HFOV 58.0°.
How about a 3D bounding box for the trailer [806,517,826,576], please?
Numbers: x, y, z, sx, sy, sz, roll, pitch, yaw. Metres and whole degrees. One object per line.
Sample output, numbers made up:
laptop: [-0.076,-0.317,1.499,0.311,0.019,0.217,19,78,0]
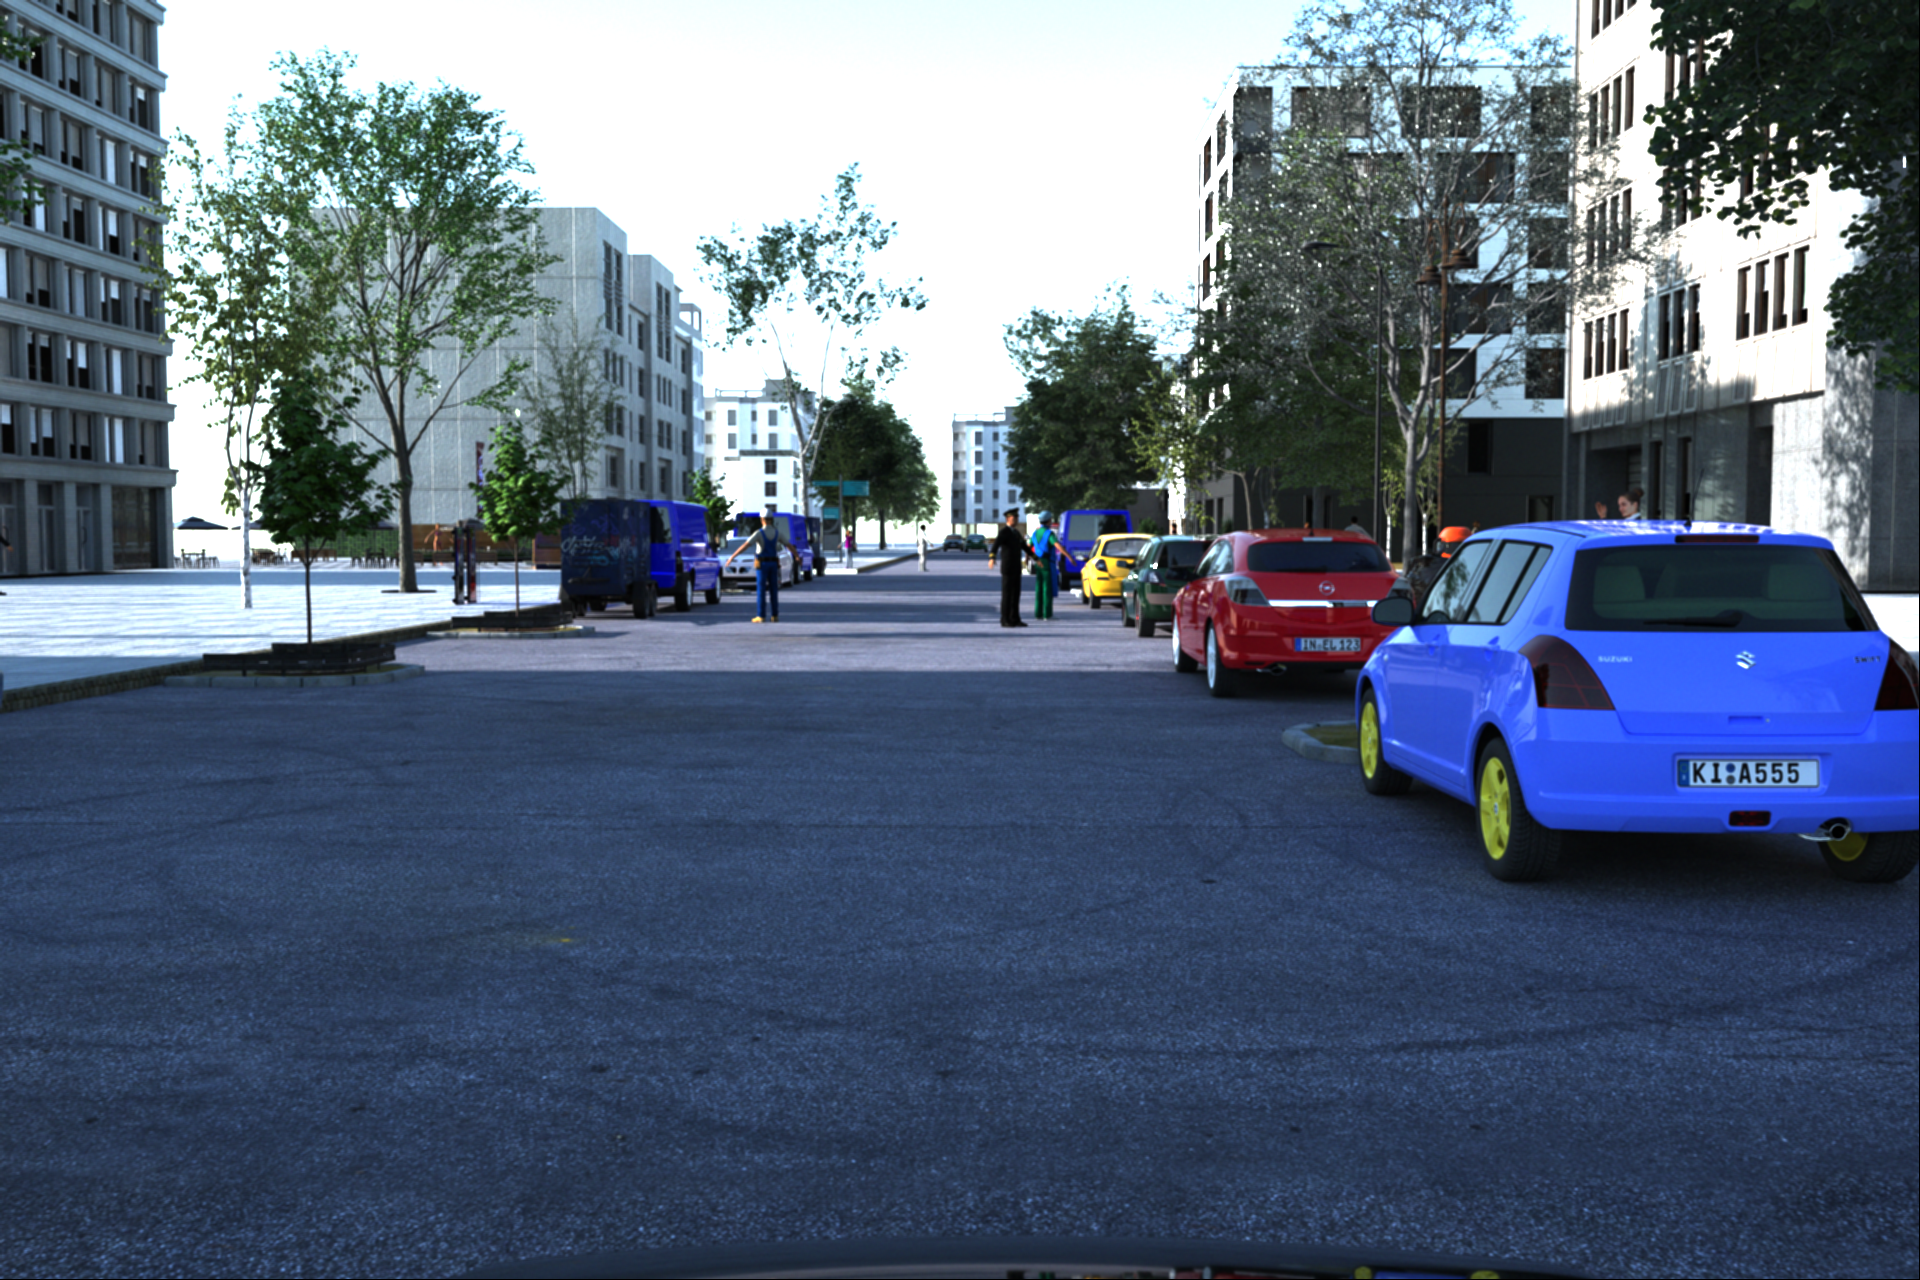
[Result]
trailer: [-5.376,-3.139,58.374,1.471,1.999,3.904,0,4,1]

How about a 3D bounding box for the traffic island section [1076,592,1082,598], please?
traffic island section: [3.663,-1.014,39.437,1.991,0.108,1.994,0,4,1]

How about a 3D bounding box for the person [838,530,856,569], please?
person: [-4.154,-3.350,64.035,0.599,1.433,0.991,3,4,37]

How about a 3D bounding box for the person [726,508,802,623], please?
person: [-3.146,-1.213,28.151,1.347,1.847,0.705,-2,4,-31]

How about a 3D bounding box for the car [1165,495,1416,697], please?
car: [3.109,-0.468,16.689,2.155,1.783,4.494,0,4,1]

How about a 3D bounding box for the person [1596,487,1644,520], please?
person: [6.268,-0.598,16.616,0.445,1.727,0.742,-2,4,-25]

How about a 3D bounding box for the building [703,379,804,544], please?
building: [-25.373,-21.741,211.882,16.016,20.090,11.380,0,4,1]

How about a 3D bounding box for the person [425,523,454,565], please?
person: [-21.568,-3.970,71.712,1.217,1.733,0.721,-3,5,-39]

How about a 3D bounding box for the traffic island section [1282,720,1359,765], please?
traffic island section: [3.206,0.693,11.538,1.991,0.108,1.994,0,4,0]

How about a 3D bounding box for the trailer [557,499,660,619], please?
trailer: [-6.017,-1.339,28.948,1.471,1.999,3.904,0,4,1]

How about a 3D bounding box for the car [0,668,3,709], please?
car: [-6.459,0.232,8.207,2.014,1.417,4.499,0,4,1]

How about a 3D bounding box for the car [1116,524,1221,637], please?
car: [3.336,-0.958,25.448,2.009,1.686,4.222,0,4,1]

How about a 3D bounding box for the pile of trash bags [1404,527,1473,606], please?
pile of trash bags: [6.254,-0.669,20.697,1.912,1.369,3.447,0,4,1]

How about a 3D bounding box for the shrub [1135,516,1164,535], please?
shrub: [8.424,-4.511,77.802,1.661,2.075,1.752,0,3,0]

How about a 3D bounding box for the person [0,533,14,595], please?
person: [-20.217,-1.846,36.226,0.704,1.823,1.345,0,4,-5]

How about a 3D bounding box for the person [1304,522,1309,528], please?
person: [14.868,-4.158,74.210,0.704,1.802,1.346,3,5,41]

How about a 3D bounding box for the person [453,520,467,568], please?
person: [-18.896,-3.635,65.553,0.705,1.813,1.348,-3,5,-39]

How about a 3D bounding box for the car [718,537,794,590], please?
car: [-5.490,-2.034,45.610,2.083,1.381,4.827,0,4,1]

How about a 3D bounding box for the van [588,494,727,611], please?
van: [-5.897,-1.795,33.733,2.240,2.365,5.245,0,4,1]

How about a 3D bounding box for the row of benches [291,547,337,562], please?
row of benches: [-30.298,-4.030,81.348,1.422,0.672,4.104,0,4,1]

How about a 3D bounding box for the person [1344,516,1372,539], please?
person: [11.816,-2.802,51.972,1.344,1.810,0.704,0,4,4]

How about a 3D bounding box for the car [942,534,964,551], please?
car: [-0.527,-8.379,146.777,2.009,1.686,4.222,0,4,1]

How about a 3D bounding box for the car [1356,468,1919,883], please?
car: [3.060,0.071,8.428,1.945,1.707,3.694,0,4,1]

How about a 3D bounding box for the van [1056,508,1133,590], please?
van: [3.526,-2.552,46.108,2.240,2.365,5.245,0,4,1]

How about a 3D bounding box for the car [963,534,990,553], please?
car: [1.280,-7.568,135.531,2.131,1.459,4.920,0,4,1]

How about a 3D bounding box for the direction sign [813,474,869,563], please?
direction sign: [-5.336,-5.469,78.173,2.525,3.948,1.411,0,4,0]

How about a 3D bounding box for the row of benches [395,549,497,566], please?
row of benches: [-20.835,-3.335,69.985,4.104,0.672,1.422,-1,4,-18]

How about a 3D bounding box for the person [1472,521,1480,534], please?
person: [17.990,-3.260,60.053,0.721,1.744,1.215,2,4,33]

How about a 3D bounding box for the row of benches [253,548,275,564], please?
row of benches: [-30.821,-3.741,76.621,1.422,0.672,4.104,-2,4,-25]

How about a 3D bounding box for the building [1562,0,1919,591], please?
building: [25.605,-14.002,46.195,12.078,24.872,19.932,0,4,1]

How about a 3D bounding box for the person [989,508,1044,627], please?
person: [0.819,-1.123,26.753,0.705,1.837,1.347,3,4,37]

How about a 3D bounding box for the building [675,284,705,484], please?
building: [-26.494,-16.824,131.495,16.016,20.090,11.380,0,4,1]

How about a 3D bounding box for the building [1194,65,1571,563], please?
building: [26.202,-15.182,92.203,27.936,21.610,32.646,0,4,1]

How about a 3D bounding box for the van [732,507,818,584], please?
van: [-5.489,-2.873,51.352,2.240,2.365,5.245,0,4,1]

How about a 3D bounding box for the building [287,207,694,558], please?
building: [-27.817,-14.876,109.679,16.747,18.905,31.486,0,4,1]

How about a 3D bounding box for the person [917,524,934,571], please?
person: [-1.398,-3.563,66.898,0.705,1.806,1.347,-2,4,-26]

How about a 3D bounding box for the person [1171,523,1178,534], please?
person: [10.729,-4.953,87.119,0.704,1.843,1.345,1,4,23]

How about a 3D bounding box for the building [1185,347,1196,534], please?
building: [28.440,-18.717,136.953,19.493,23.208,18.063,0,4,1]

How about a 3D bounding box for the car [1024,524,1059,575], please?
car: [3.469,-3.292,62.504,2.281,1.827,5.304,0,4,1]

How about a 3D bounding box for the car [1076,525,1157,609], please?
car: [3.344,-1.489,34.572,2.015,1.641,3.980,0,4,1]

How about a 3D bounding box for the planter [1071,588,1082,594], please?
planter: [3.699,-1.281,42.090,1.991,0.319,1.994,0,4,2]

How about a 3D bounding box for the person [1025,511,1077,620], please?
person: [1.449,-1.239,28.842,0.704,1.817,1.347,-2,4,-34]
